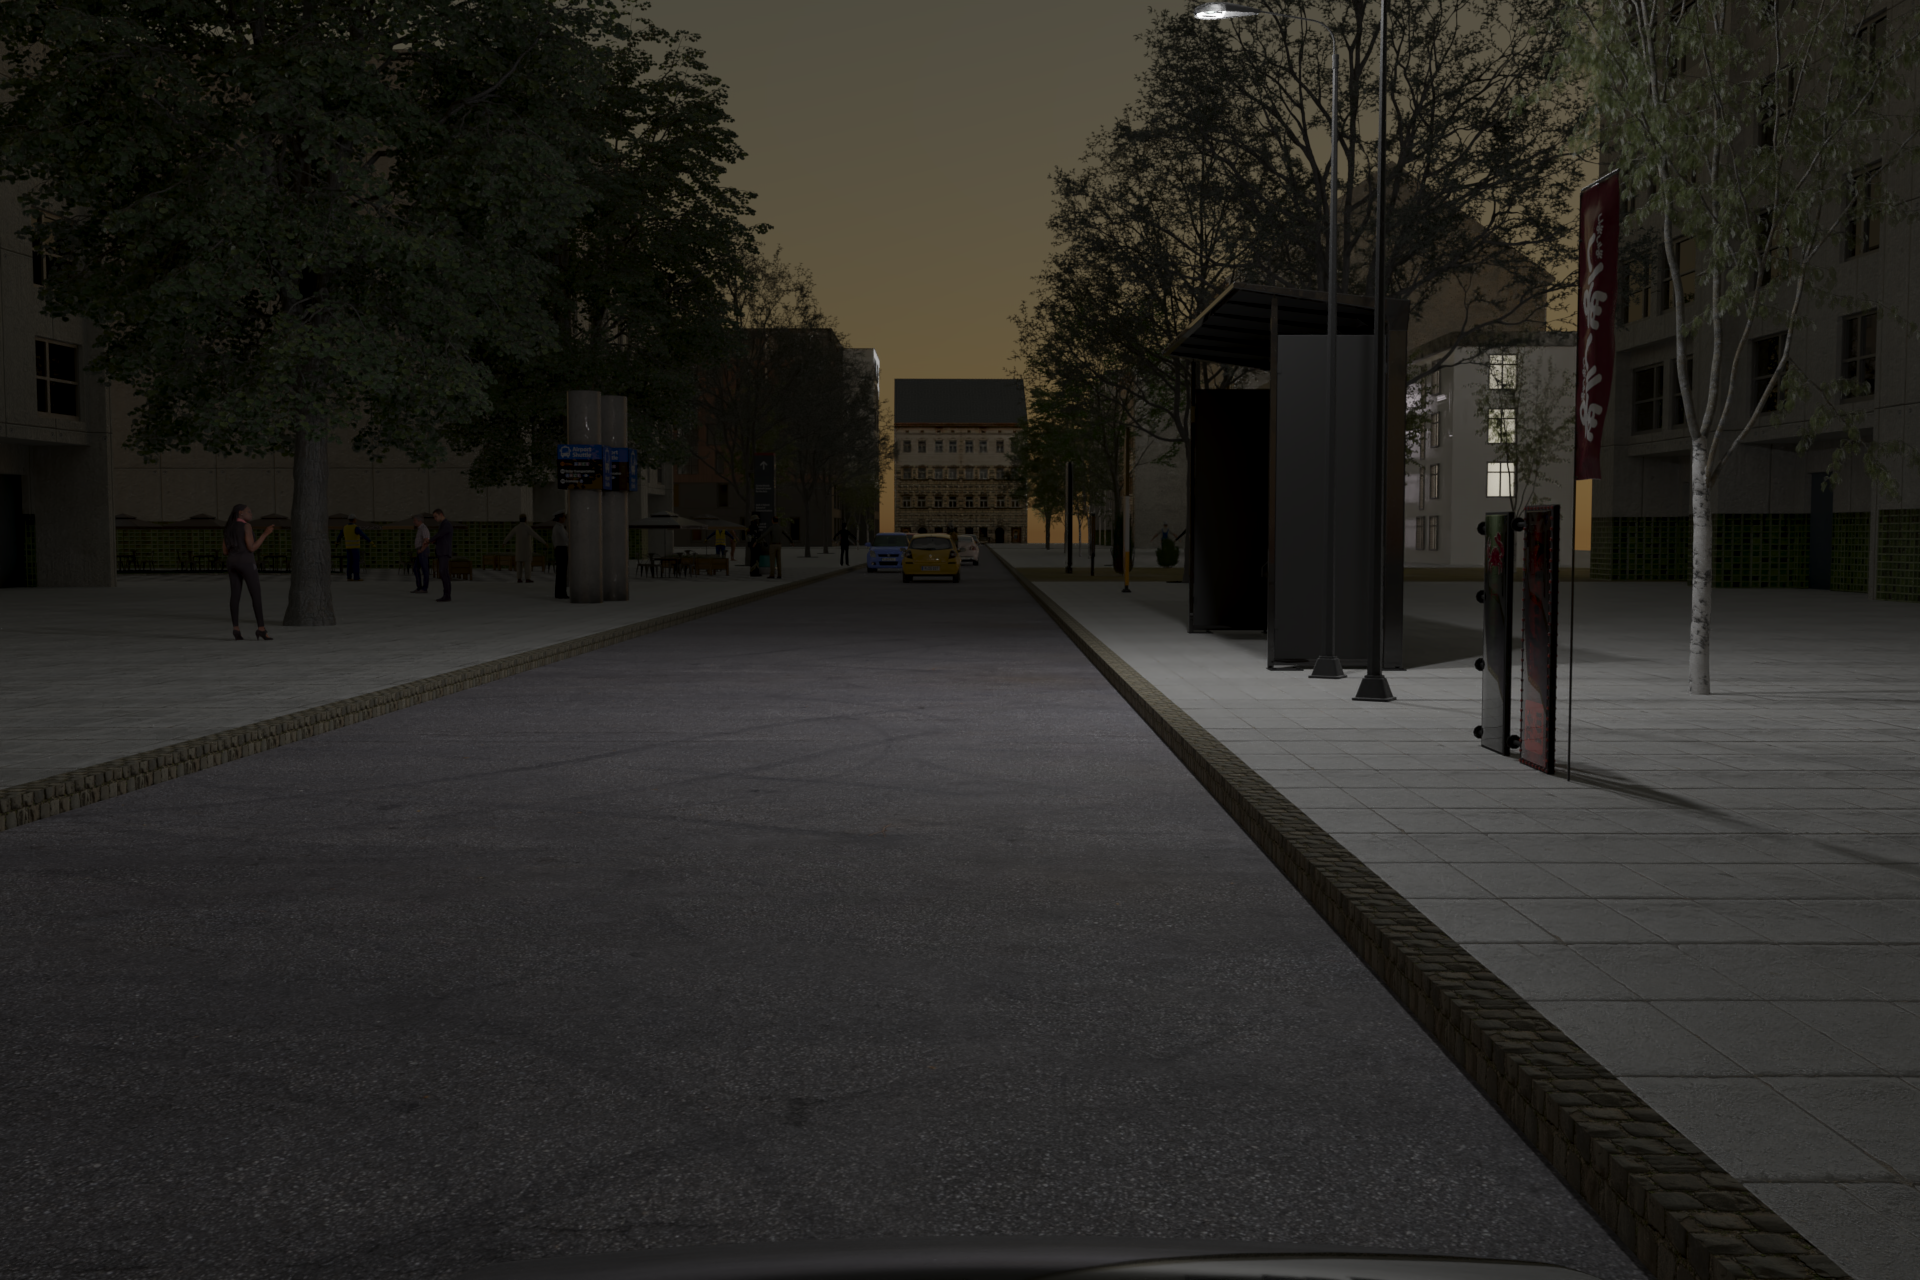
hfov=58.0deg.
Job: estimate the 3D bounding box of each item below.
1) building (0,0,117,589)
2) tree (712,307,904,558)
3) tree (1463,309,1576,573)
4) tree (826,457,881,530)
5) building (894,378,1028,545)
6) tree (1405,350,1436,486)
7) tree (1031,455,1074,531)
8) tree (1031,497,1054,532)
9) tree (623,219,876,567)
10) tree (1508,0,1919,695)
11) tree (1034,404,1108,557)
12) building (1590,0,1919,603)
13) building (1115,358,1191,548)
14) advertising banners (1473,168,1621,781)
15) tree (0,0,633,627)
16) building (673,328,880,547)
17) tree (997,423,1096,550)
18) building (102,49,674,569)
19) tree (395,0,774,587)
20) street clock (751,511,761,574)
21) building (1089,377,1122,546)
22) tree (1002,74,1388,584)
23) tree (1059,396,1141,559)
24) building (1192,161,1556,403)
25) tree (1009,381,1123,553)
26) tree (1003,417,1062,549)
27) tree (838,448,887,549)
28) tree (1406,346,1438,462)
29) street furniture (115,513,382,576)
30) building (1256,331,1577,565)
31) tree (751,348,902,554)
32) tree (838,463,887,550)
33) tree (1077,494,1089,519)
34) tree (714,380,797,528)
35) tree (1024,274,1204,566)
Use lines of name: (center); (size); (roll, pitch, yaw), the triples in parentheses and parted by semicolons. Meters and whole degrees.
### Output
building: (-29.023, -9.753, 25.916); (16.747, 18.905, 31.486); (0, 4, 1)
tree: (-8.319, -11.244, 94.210); (12.009, 13.543, 11.850); (0, 3, 0)
tree: (18.222, -6.530, 57.131); (4.360, 8.622, 3.978); (0, 3, 0)
tree: (-8.471, -10.690, 125.142); (4.360, 8.622, 3.978); (0, 3, 0)
building: (-0.148, -25.068, 243.238); (18.063, 23.208, 19.493); (0, 4, -2)
tree: (16.254, -7.076, 66.063); (4.737, 8.622, 4.395); (0, 3, 0)
tree: (7.655, -10.521, 122.384); (4.360, 8.622, 3.978); (0, 3, 0)
tree: (11.883, -17.631, 238.623); (4.737, 8.622, 4.395); (0, 3, 0)
tree: (-8.541, -9.675, 68.560); (12.009, 13.543, 11.850); (0, 3, 0)
tree: (5.919, -3.884, 13.871); (4.360, 8.622, 3.978); (0, 3, 0)
tree: (6.878, -8.925, 96.285); (4.360, 8.622, 3.978); (0, 3, 0)
building: (26.149, -10.183, 32.956); (16.747, 18.905, 31.486); (0, 4, 1)
building: (25.460, -20.674, 168.945); (19.493, 23.208, 18.063); (0, 4, 1)
advertising banners: (3.155, -0.808, 9.406); (0.090, 3.025, 2.074); (0, 4, 0)
tree: (-9.201, -7.179, 24.037); (9.857, 13.997, 8.962); (0, 3, 0)
building: (-23.333, -21.054, 188.203); (27.936, 21.610, 32.646); (0, 4, 0)
tree: (7.130, -12.576, 140.035); (8.767, 10.594, 7.601); (0, 4, 1)
building: (-24.365, -13.020, 79.340); (16.747, 18.905, 31.486); (0, 4, 1)
tree: (-9.431, -8.271, 41.889); (9.857, 13.997, 8.962); (0, 3, 0)
street clock: (-6.443, -3.066, 54.702); (0.358, 2.002, 0.471); (0, 4, 2)
building: (24.087, -20.081, 194.781); (16.747, 18.905, 31.486); (0, 3, 0)
tree: (6.121, -8.236, 45.030); (12.009, 13.543, 11.850); (0, 3, 0)
tree: (6.499, -8.425, 88.108); (4.360, 8.622, 3.978); (0, 3, 0)
building: (25.478, -17.161, 111.505); (19.493, 23.208, 18.063); (0, 4, 1)
tree: (7.086, -12.009, 114.467); (7.486, 12.596, 7.792); (0, 3, 0)
tree: (7.630, -13.850, 152.200); (9.928, 11.665, 9.643); (0, 3, 0)
tree: (-7.898, -11.895, 144.839); (4.737, 8.622, 4.395); (0, 3, 0)
tree: (12.794, -6.409, 55.142); (4.737, 8.622, 4.395); (0, 3, 0)
street furniture: (-33.402, -3.033, 54.622); (27.439, 1.986, 14.083); (1, 4, 13)
building: (21.353, -8.791, 85.877); (9.099, 9.664, 28.070); (0, 4, 1)
tree: (-8.862, -12.345, 112.212); (12.009, 13.543, 11.850); (0, 3, 0)
tree: (-8.247, -11.444, 137.479); (4.360, 8.622, 3.978); (0, 3, 0)
tree: (19.067, -18.519, 237.196); (7.601, 10.594, 8.767); (1, 4, 10)
tree: (-9.021, -7.815, 78.130); (4.737, 8.622, 4.395); (0, 3, 0)
tree: (6.277, -8.798, 69.599); (9.928, 11.665, 9.643); (0, 3, 0)
